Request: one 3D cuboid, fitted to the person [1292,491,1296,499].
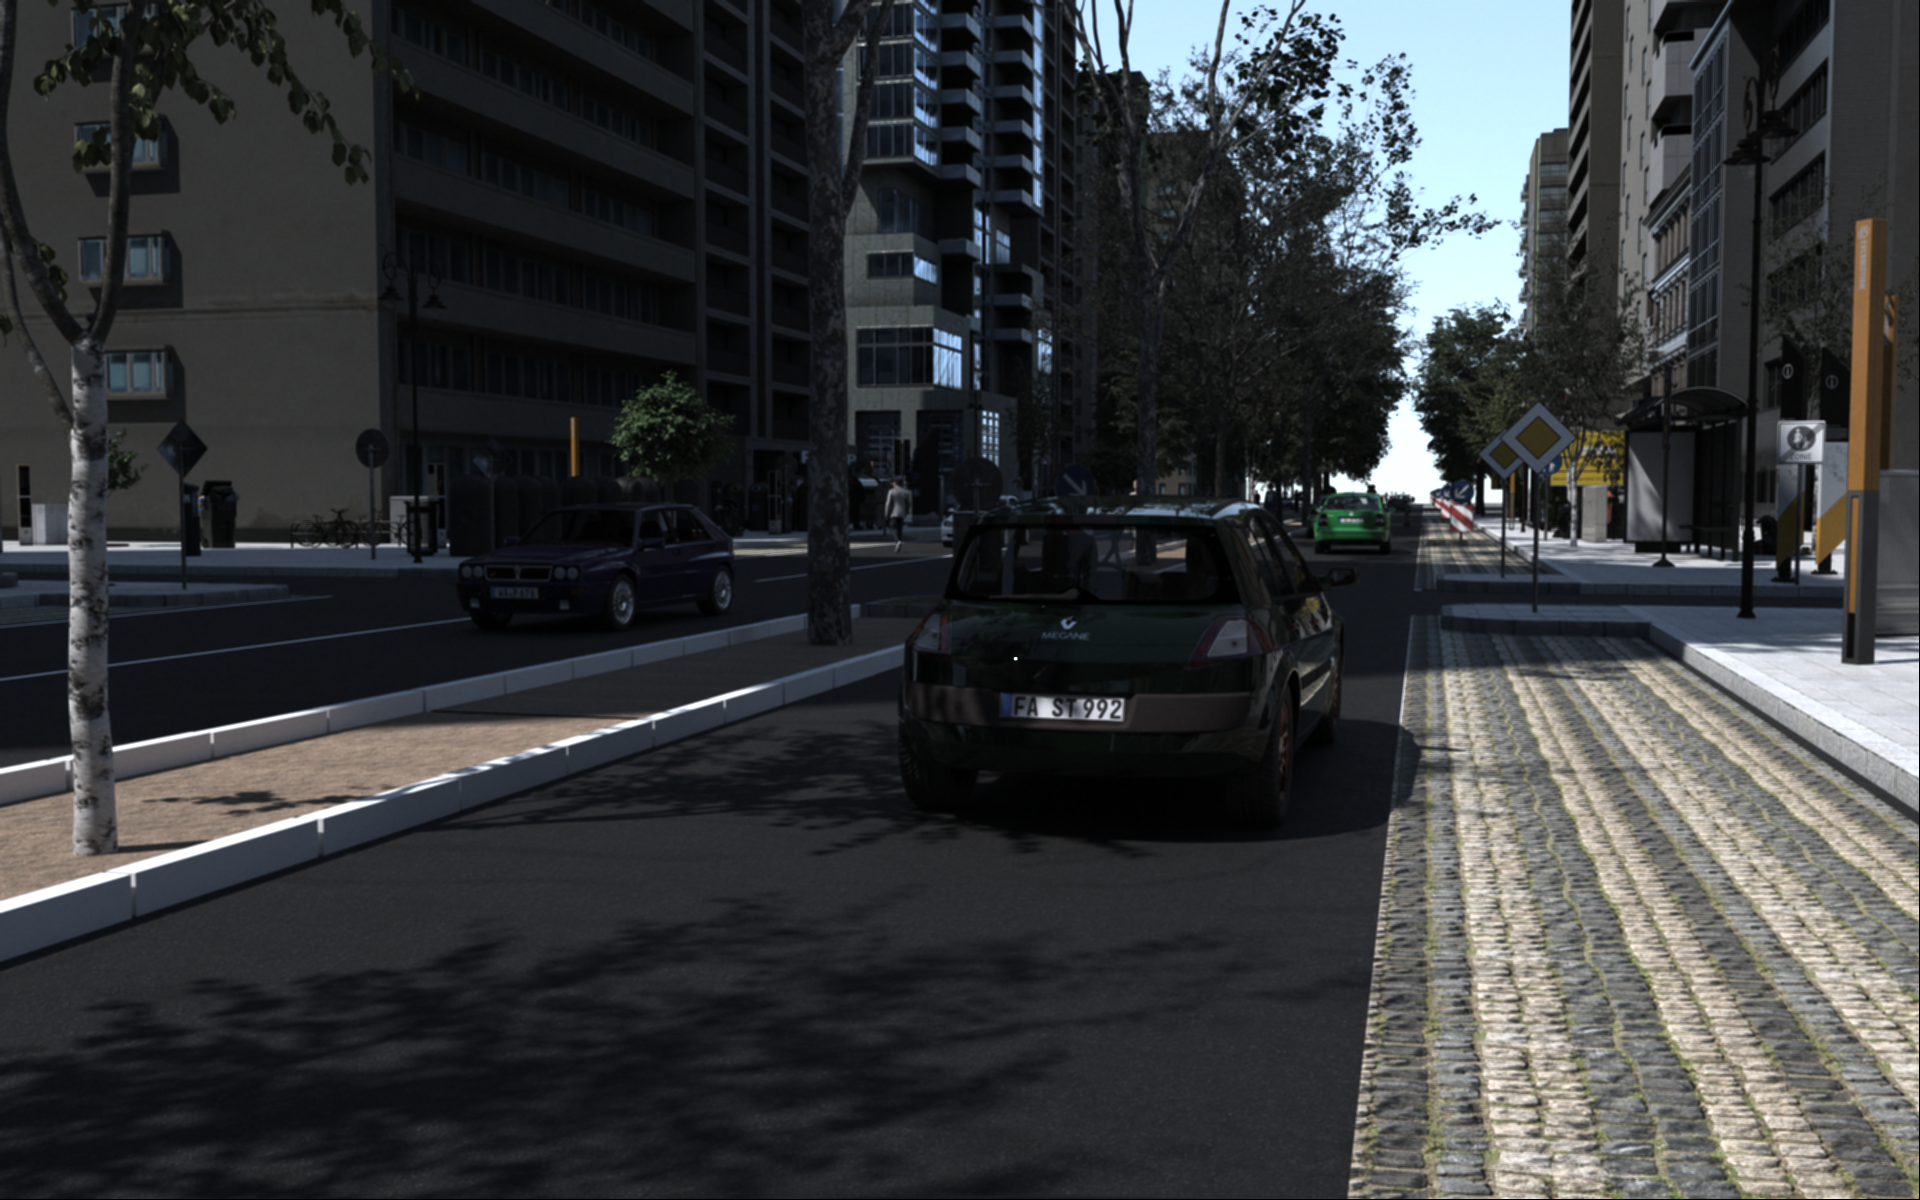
[{"bbox_3d":[41.131,-12.482,212.577,1.348,1.824,0.705,3,4,37],"label":"person"}]

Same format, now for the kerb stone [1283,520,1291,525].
[{"bbox_3d":[15.592,-3.698,82.661,0.120,0.150,1.000,1,4,15],"label":"kerb stone"}]

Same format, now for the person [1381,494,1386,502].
[{"bbox_3d":[48.679,-11.486,199.554,1.065,1.426,0.557,1,4,15],"label":"person"}]

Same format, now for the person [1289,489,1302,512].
[{"bbox_3d":[26.839,-7.922,138.168,1.348,1.807,0.705,-2,4,-34],"label":"person"}]

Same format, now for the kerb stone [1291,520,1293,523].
[{"bbox_3d":[15.853,-3.757,83.649,0.120,0.150,1.000,1,4,15],"label":"kerb stone"}]

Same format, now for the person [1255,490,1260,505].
[{"bbox_3d":[19.112,-6.253,111.648,0.530,1.710,0.541,-2,4,-30],"label":"person"}]

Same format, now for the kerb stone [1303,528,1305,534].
[{"bbox_3d":[12.025,-2.391,61.294,0.120,0.150,1.000,1,4,15],"label":"kerb stone"}]

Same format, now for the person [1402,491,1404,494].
[{"bbox_3d":[65.127,-15.033,254.305,1.348,1.823,0.705,-1,4,-16],"label":"person"}]

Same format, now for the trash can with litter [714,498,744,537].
[{"bbox_3d":[-6.868,-2.467,51.724,0.624,1.170,1.055,1,4,14],"label":"trash can with litter"}]

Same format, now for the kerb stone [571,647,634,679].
[{"bbox_3d":[-2.896,0.513,13.806,0.120,0.150,1.000,1,4,15],"label":"kerb stone"}]

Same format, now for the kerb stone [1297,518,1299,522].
[{"bbox_3d":[16.918,-4.001,87.612,0.120,0.150,1.000,1,4,15],"label":"kerb stone"}]

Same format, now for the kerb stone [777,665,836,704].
[{"bbox_3d":[-1.121,0.606,12.294,0.120,0.150,1.000,1,4,15],"label":"kerb stone"}]

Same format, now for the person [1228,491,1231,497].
[{"bbox_3d":[23.046,-8.512,148.476,0.445,1.727,0.742,0,4,-4],"label":"person"}]

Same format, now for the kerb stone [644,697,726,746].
[{"bbox_3d":[-1.658,0.728,10.319,0.120,0.150,1.000,1,4,15],"label":"kerb stone"}]

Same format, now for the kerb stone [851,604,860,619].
[{"bbox_3d":[-1.300,0.156,19.749,0.120,0.150,1.000,1,4,15],"label":"kerb stone"}]

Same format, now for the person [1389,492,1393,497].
[{"bbox_3d":[46.939,-10.941,188.321,0.436,1.711,0.756,0,4,7],"label":"person"}]

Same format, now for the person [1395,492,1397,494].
[{"bbox_3d":[55.614,-12.977,221.386,1.217,1.736,0.721,-3,5,-40],"label":"person"}]

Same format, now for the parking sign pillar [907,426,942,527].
[{"bbox_3d":[-1.361,-4.872,68.133,1.447,3.967,1.447,2,4,33],"label":"parking sign pillar"}]

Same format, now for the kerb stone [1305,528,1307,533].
[{"bbox_3d":[12.294,-2.452,62.280,0.120,0.150,1.000,1,4,15],"label":"kerb stone"}]

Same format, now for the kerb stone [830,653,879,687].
[{"bbox_3d":[-0.854,0.545,13.281,0.120,0.150,1.000,1,4,15],"label":"kerb stone"}]

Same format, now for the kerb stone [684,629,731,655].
[{"bbox_3d":[-2.361,0.395,15.788,0.120,0.150,1.000,1,4,15],"label":"kerb stone"}]

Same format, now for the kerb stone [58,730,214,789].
[{"bbox_3d":[-4.217,0.816,8.848,0.120,0.150,1.000,1,4,15],"label":"kerb stone"}]

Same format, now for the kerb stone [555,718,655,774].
[{"bbox_3d":[-1.927,0.787,9.332,0.120,0.150,1.000,1,4,15],"label":"kerb stone"}]

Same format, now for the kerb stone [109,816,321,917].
[{"bbox_3d":[-2.719,0.968,6.363,0.120,0.150,1.000,1,4,15],"label":"kerb stone"}]

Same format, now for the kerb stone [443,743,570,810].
[{"bbox_3d":[-2.187,0.847,8.343,0.120,0.150,1.000,1,4,15],"label":"kerb stone"}]

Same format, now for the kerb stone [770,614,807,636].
[{"bbox_3d":[-1.828,0.271,17.765,0.120,0.150,1.000,1,4,15],"label":"kerb stone"}]

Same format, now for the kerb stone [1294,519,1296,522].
[{"bbox_3d":[16.388,-3.879,85.634,0.120,0.150,1.000,1,4,15],"label":"kerb stone"}]

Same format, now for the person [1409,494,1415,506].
[{"bbox_3d":[53.271,-11.784,204.355,0.799,1.438,0.628,1,4,15],"label":"person"}]

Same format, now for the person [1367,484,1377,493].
[{"bbox_3d":[16.991,-3.859,71.565,0.573,1.828,0.580,-2,4,-32],"label":"person"}]

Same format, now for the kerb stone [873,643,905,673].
[{"bbox_3d":[-0.599,0.492,14.271,0.120,0.150,1.000,1,4,15],"label":"kerb stone"}]

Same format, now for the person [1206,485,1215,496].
[{"bbox_3d":[9.735,-3.609,67.906,0.834,1.777,0.661,-2,4,-31],"label":"person"}]

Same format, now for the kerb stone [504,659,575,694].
[{"bbox_3d":[-3.159,0.574,12.815,0.120,0.150,1.000,1,4,15],"label":"kerb stone"}]

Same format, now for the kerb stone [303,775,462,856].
[{"bbox_3d":[-2.447,0.909,7.353,0.120,0.150,1.000,1,4,15],"label":"kerb stone"}]

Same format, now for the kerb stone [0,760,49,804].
[{"bbox_3d":[-4.487,0.877,7.862,0.120,0.150,1.000,1,4,15],"label":"kerb stone"}]

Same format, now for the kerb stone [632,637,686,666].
[{"bbox_3d":[-2.626,0.453,14.797,0.120,0.150,1.000,1,4,15],"label":"kerb stone"}]

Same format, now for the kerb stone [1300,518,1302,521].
[{"bbox_3d":[17.447,-4.122,89.597,0.120,0.150,1.000,1,4,15],"label":"kerb stone"}]

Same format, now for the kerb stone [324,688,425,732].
[{"bbox_3d":[-3.692,0.697,10.831,0.120,0.150,1.000,1,4,15],"label":"kerb stone"}]

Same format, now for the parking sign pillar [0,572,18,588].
[{"bbox_3d":[-13.730,-2.150,23.621,1.447,3.967,1.447,-1,4,-13],"label":"parking sign pillar"}]

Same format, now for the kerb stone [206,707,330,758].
[{"bbox_3d":[-3.955,0.760,9.843,0.120,0.150,1.000,1,4,15],"label":"kerb stone"}]

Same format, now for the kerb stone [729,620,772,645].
[{"bbox_3d":[-2.088,0.334,16.777,0.120,0.150,1.000,1,4,15],"label":"kerb stone"}]

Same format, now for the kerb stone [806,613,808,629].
[{"bbox_3d":[-1.550,0.210,18.757,0.120,0.150,1.000,1,4,15],"label":"kerb stone"}]

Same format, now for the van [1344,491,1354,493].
[{"bbox_3d":[48.953,-12.896,217.867,2.013,2.044,4.112,1,4,13],"label":"van"}]

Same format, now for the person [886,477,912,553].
[{"bbox_3d":[-1.497,-2.097,42.627,0.661,1.843,0.795,-1,4,-23],"label":"person"}]

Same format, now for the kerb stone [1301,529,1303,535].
[{"bbox_3d":[11.762,-2.329,60.307,0.120,0.150,1.000,1,4,15],"label":"kerb stone"}]

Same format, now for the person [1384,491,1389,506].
[{"bbox_3d":[51.296,-12.211,208.674,0.721,1.766,1.217,-3,5,-40],"label":"person"}]

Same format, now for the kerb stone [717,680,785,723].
[{"bbox_3d":[-1.391,0.666,11.305,0.120,0.150,1.000,1,4,15],"label":"kerb stone"}]

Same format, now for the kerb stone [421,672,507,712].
[{"bbox_3d":[-3.421,0.634,11.827,0.120,0.150,1.000,1,4,15],"label":"kerb stone"}]

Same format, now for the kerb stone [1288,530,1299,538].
[{"bbox_3d":[11.232,-2.208,58.329,0.120,0.150,1.000,1,4,15],"label":"kerb stone"}]

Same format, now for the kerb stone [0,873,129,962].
[{"bbox_3d":[-2.982,1.029,5.375,0.120,0.150,1.000,1,4,15],"label":"kerb stone"}]

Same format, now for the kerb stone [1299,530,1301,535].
[{"bbox_3d":[11.500,-2.270,59.316,0.120,0.150,1.000,1,4,15],"label":"kerb stone"}]
